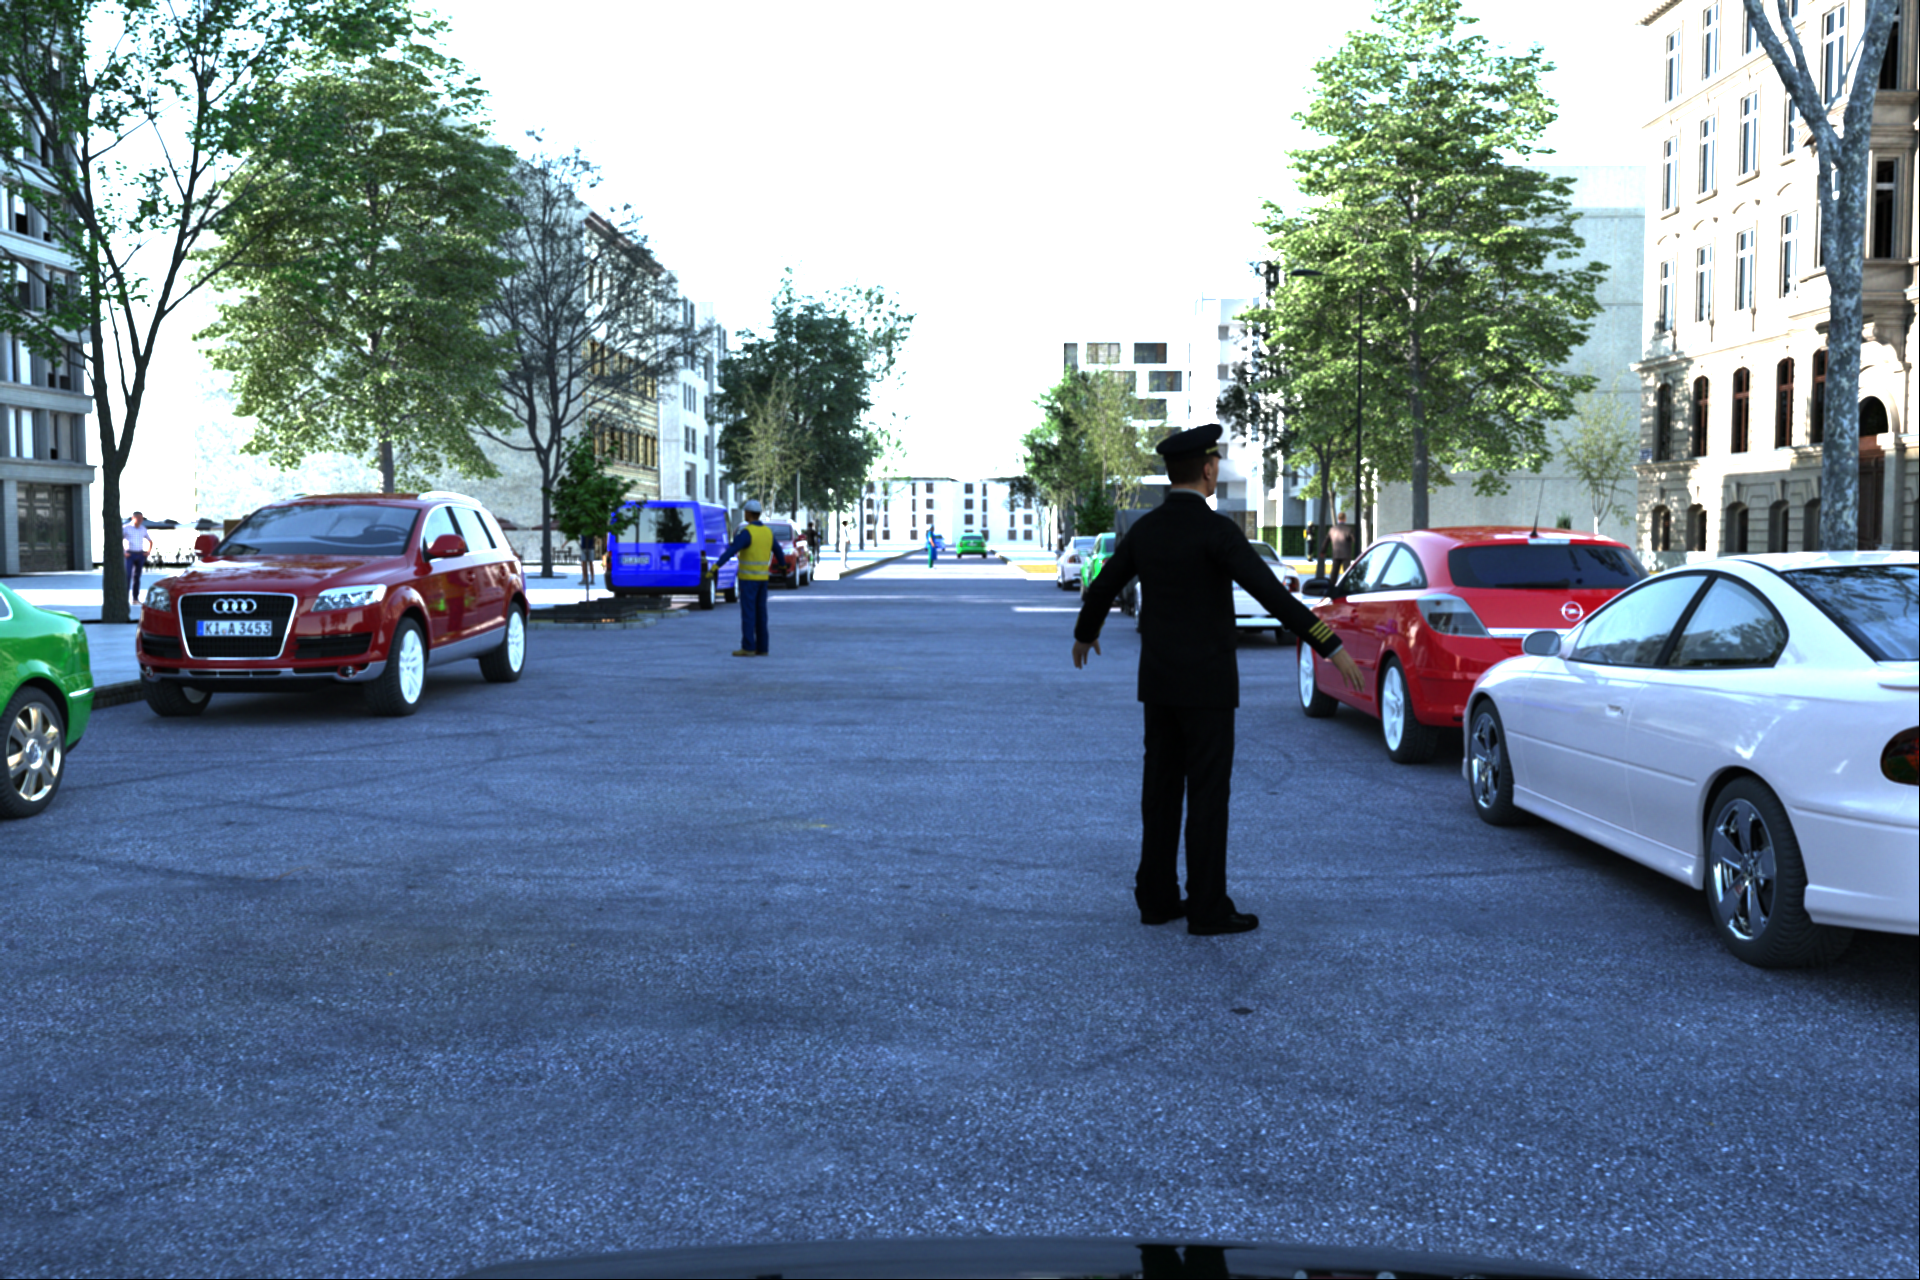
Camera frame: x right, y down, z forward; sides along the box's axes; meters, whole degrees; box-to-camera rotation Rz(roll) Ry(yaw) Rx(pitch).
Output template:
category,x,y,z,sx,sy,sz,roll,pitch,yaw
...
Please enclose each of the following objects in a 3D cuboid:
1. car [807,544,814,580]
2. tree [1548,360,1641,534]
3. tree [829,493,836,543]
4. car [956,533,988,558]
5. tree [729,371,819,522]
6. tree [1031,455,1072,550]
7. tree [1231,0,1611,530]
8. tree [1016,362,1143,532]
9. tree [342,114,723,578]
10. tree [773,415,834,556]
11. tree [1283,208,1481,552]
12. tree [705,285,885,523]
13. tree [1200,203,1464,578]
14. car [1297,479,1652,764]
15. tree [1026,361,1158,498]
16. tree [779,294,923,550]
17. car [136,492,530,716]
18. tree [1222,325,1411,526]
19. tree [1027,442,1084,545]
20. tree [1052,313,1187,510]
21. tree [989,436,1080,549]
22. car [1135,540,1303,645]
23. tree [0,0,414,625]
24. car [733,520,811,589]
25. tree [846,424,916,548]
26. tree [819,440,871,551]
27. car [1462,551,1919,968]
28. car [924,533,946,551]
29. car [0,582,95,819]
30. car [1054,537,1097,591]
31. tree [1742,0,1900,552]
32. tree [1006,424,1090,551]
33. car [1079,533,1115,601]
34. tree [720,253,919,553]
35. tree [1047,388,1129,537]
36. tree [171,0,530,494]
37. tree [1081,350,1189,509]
category,x,y,z,sx,sy,sz,roll,pitch,yaw
car,-5.437,-2.469,52.174,2.131,1.459,4.920,0,4,0
tree,27.030,-7.511,73.166,4.360,8.622,3.978,0,3,0
tree,-18.332,-18.235,248.505,4.360,8.622,3.978,0,3,0
car,0.710,-5.814,103.863,1.959,1.807,4.718,0,4,0
tree,-8.854,-7.841,78.557,4.360,8.622,3.978,0,3,0
tree,7.113,-11.664,141.061,4.360,8.622,3.978,0,3,0
tree,9.287,-7.210,36.016,7.486,12.596,7.792,0,3,0
tree,7.184,-10.888,103.777,9.928,11.665,9.643,0,3,0
tree,-12.053,-8.563,50.367,12.009,13.543,11.850,0,3,0
tree,-8.393,-9.270,101.929,4.360,8.622,3.978,0,3,0
tree,14.586,-8.702,60.407,7.486,12.596,7.792,0,3,0
tree,-8.635,-11.257,90.713,9.857,13.997,8.962,0,3,0
tree,10.224,-6.904,47.297,7.601,10.594,8.767,-1,4,-13
car,3.594,-0.199,12.290,2.155,1.783,4.494,0,3,0
tree,7.118,-9.761,94.000,7.601,10.594,8.767,-1,4,-16
tree,-9.019,-17.349,139.546,12.611,20.169,13.585,0,3,0
car,-5.313,-0.406,15.306,2.281,1.827,5.304,0,4,0
tree,15.293,-8.352,70.964,8.767,10.594,7.601,-2,4,-32
tree,6.706,-9.851,111.430,4.360,8.622,3.978,0,3,0
tree,4.791,-6.614,58.497,4.360,8.622,3.978,0,3,0
tree,7.026,-13.313,152.081,8.767,10.594,7.601,-2,4,-28
car,3.465,-0.692,23.677,2.083,1.381,4.827,0,4,1
tree,-12.065,-6.054,24.744,9.928,11.665,9.643,0,3,0
car,-5.217,-2.329,46.754,2.281,1.827,5.304,0,4,0
tree,-7.886,-14.410,161.357,9.928,11.665,9.643,0,3,0
tree,-8.378,-10.911,128.752,4.737,8.622,4.395,0,3,0
car,3.517,0.322,7.102,2.083,1.381,4.827,0,4,0
car,-2.135,-8.502,148.599,1.945,1.707,3.694,0,4,0
car,-5.574,0.085,7.400,1.959,1.807,4.718,0,4,0
car,3.531,-2.017,45.344,2.083,1.381,4.827,0,4,1
tree,9.392,-10.066,20.476,12.611,20.169,13.585,0,3,0
tree,7.065,-12.005,130.700,7.601,10.594,8.767,-3,4,-38
car,3.467,-1.644,35.672,1.959,1.807,4.718,0,3,0
tree,-9.433,-16.034,118.043,12.611,20.169,13.585,0,3,0
tree,6.601,-8.265,85.499,4.737,8.622,4.395,0,3,0
tree,-12.324,-7.206,35.940,7.486,12.596,7.792,0,3,0
tree,6.377,-7.251,68.919,4.360,8.622,3.978,0,3,0
